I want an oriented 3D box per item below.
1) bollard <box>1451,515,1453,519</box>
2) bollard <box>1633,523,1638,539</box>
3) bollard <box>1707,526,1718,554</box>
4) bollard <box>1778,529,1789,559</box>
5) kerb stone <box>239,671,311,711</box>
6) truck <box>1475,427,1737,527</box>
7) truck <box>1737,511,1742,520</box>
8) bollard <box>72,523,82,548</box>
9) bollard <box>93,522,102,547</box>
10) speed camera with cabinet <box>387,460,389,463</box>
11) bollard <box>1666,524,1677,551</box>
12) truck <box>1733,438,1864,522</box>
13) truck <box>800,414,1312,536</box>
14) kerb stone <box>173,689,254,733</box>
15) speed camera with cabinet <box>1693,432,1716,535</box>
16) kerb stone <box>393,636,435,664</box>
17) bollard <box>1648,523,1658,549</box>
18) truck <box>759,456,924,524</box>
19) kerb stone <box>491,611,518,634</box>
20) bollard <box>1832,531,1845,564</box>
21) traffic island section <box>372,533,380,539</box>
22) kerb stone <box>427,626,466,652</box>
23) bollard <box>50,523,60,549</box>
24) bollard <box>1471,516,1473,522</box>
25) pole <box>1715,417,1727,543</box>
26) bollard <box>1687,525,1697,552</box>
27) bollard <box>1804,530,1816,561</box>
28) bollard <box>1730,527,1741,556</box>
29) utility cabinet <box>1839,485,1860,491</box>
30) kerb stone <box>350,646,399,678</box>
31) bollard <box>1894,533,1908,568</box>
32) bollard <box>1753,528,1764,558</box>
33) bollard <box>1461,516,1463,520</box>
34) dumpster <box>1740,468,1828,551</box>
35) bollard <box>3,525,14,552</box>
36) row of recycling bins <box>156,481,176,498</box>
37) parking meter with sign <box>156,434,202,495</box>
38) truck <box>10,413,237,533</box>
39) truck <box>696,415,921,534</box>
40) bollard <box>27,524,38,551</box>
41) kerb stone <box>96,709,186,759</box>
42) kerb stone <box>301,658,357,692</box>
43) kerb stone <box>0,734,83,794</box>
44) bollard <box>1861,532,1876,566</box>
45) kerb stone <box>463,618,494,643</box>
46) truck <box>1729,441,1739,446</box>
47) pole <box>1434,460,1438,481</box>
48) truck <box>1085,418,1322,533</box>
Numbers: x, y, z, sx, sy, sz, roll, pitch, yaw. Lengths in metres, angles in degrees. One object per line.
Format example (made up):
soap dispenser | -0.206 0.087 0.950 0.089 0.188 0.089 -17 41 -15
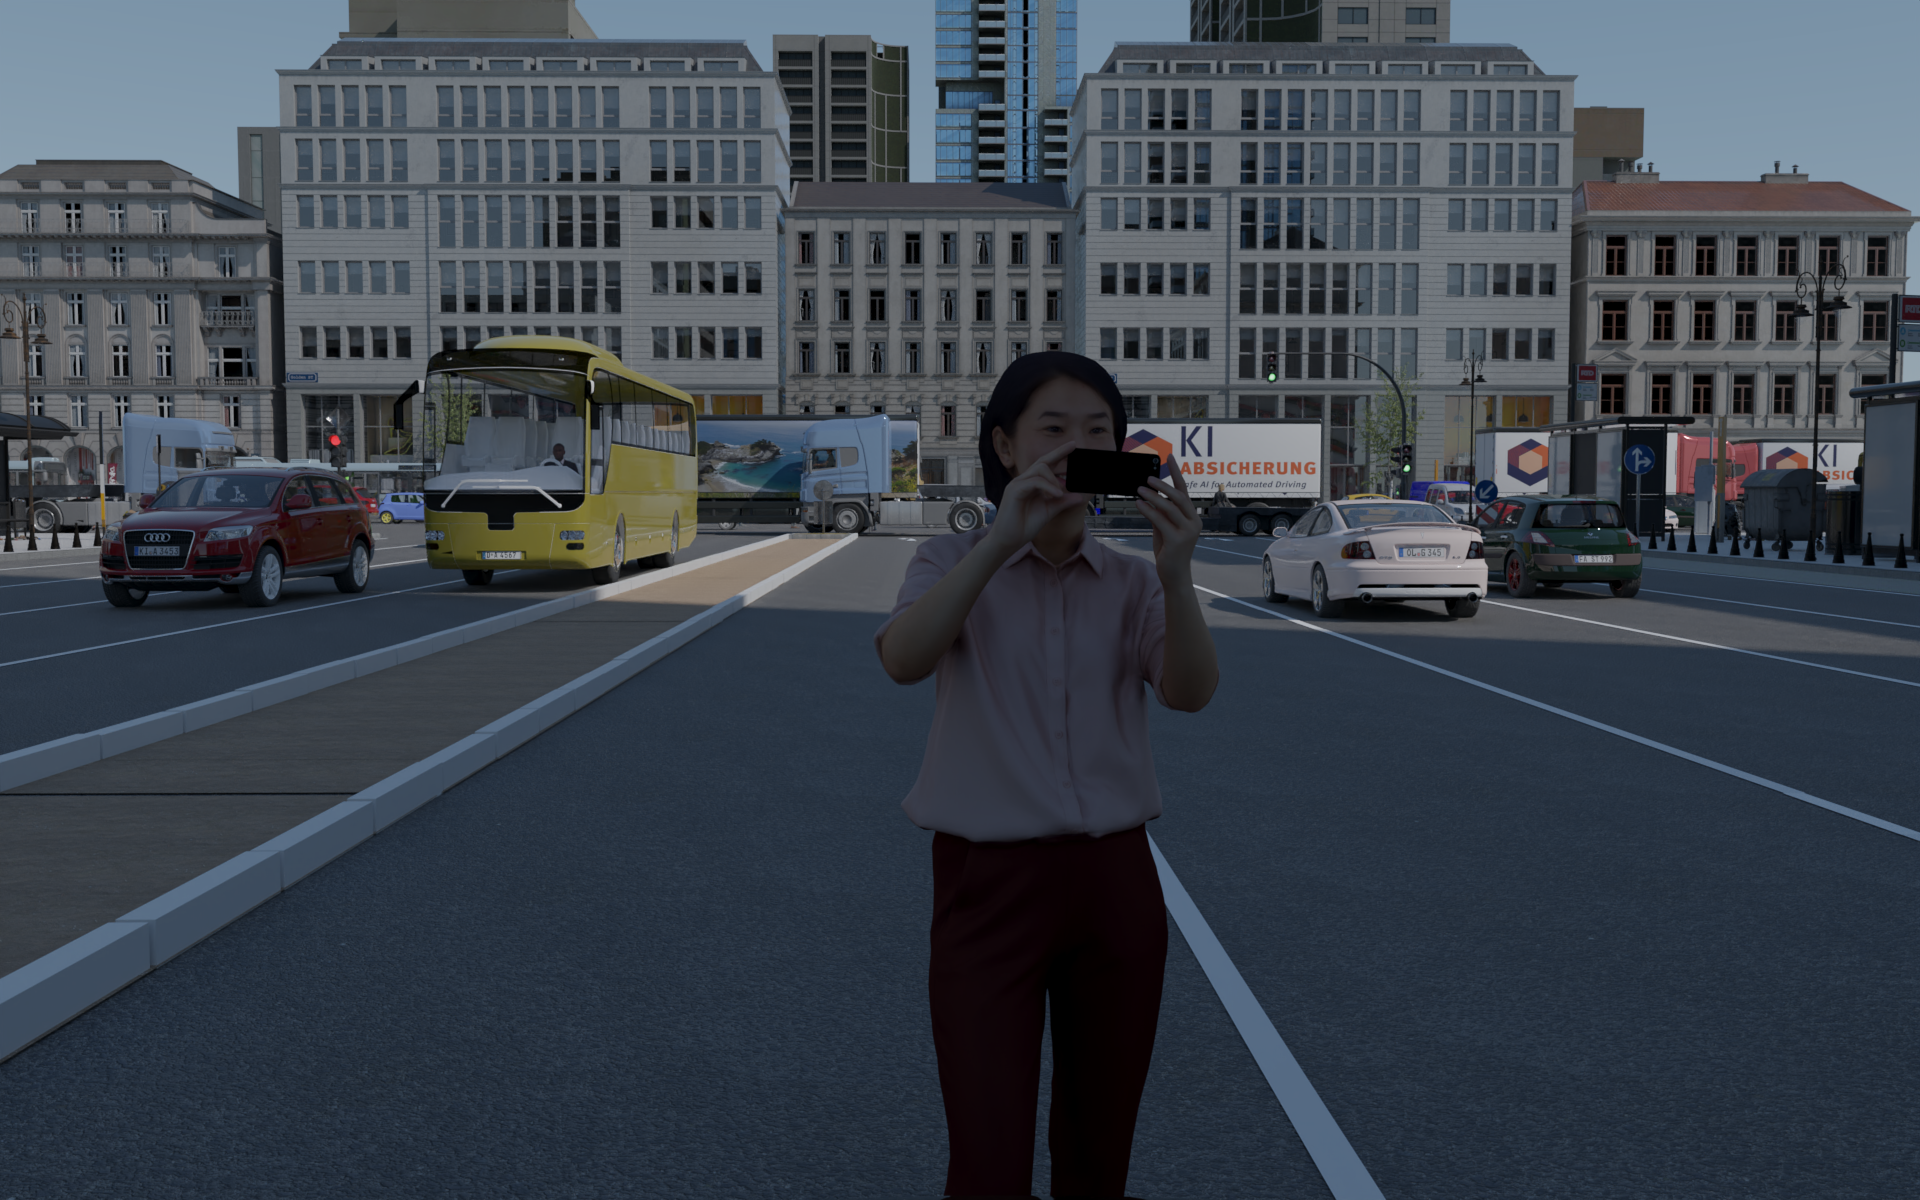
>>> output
bollard | 15.828 -2.427 55.716 0.229 0.601 0.229 0 3 0
bollard | 16.087 -1.544 41.279 0.229 0.601 0.229 0 3 0
bollard | 16.158 -1.292 37.163 0.229 0.601 0.229 0 3 0
bollard | 16.212 -1.103 34.079 0.229 0.601 0.229 0 3 0
kerb stone | -4.704 0.633 11.858 0.120 0.150 1.000 0 4 -1
truck | 27.978 -5.218 74.232 11.283 4.237 2.839 0 4 -2
truck | 38.152 -5.492 79.549 18.799 4.110 2.967 0 4 -1
bollard | -21.084 -1.547 41.334 0.229 0.601 0.229 0 3 0
bollard | -21.098 -1.610 42.366 0.229 0.601 0.229 0 3 0
speed camera with cabinet | -32.671 -6.501 100.631 0.660 3.252 2.038 3 5 43
bollard | 16.125 -1.418 39.220 0.229 0.601 0.229 0 3 0
truck | 42.546 -6.093 88.528 11.283 4.237 2.839 0 4 -3
truck | 3.285 -4.249 59.223 18.799 4.110 2.967 0 3 0
kerb stone | -4.684 0.703 10.826 0.120 0.150 1.000 0 4 -1
speed camera with cabinet | 23.902 -3.746 55.583 0.660 3.252 2.038 2 4 25
kerb stone | -4.757 0.447 14.947 0.120 0.150 1.000 0 4 -1
bollard | 16.105 -1.480 40.246 0.229 0.601 0.229 0 3 0
truck | -5.767 -5.359 83.539 9.791 3.379 3.469 0 4 -1
kerb stone | -4.816 0.255 18.040 0.120 0.150 1.000 0 4 -1
bollard | 16.252 -0.977 32.020 0.229 0.601 0.229 0 3 0
traffic island section | -19.770 -2.015 55.218 2.009 0.180 2.903 0 4 -1
kerb stone | -4.782 0.380 15.980 0.120 0.150 1.000 0 4 -1
bollard | -21.062 -1.484 40.304 0.229 0.601 0.229 0 3 0
bollard | 15.861 -2.301 53.660 0.229 0.601 0.229 0 3 0
pole | 20.085 -3.172 45.700 0.158 3.312 0.155 0 3 0
bollard | 16.144 -1.355 38.190 0.229 0.601 0.229 0 3 0
bollard | 16.231 -1.040 33.053 0.229 0.601 0.229 0 3 0
bollard | 16.179 -1.229 36.136 0.229 0.601 0.229 0 3 0
utility cabinet | 20.812 -1.952 40.592 0.318 1.500 1.173 1 4 20
kerb stone | -4.741 0.508 13.914 0.120 0.150 1.000 0 4 -1
bollard | 16.288 -0.852 29.967 0.229 0.601 0.229 0 3 0
bollard | 16.198 -1.166 35.106 0.229 0.601 0.229 0 3 0
bollard | 15.846 -2.364 54.687 0.229 0.601 0.229 0 3 0
dumpster | 18.799 -2.063 39.496 1.264 1.857 1.865 0 4 -1
bollard | -21.022 -1.358 38.251 0.229 0.601 0.229 0 3 0
row of recycling bins | -24.106 -2.843 53.588 1.069 1.692 3.534 -2 4 -33
parking meter with sign | -22.644 -3.346 50.975 1.738 3.016 0.543 -2 4 -29
truck | -33.342 -4.179 58.093 18.799 4.110 2.967 0 4 -2
truck | -7.089 -4.486 62.264 11.283 4.237 2.839 0 4 0
bollard | -21.044 -1.421 39.277 0.229 0.601 0.229 0 3 0
kerb stone | -4.672 0.768 9.798 0.120 0.150 1.000 0 4 -1
kerb stone | -4.732 0.569 12.886 0.120 0.150 1.000 0 4 -1
kerb stone | -4.653 0.821 8.769 0.120 0.150 1.000 0 4 -1
bollard | 16.270 -0.915 30.994 0.229 0.601 0.229 0 3 0
kerb stone | -4.793 0.317 17.009 0.120 0.150 1.000 0 4 -1
truck | 46.587 -6.286 91.688 11.283 4.237 2.839 0 4 -2
pole | 28.417 -6.701 103.402 0.158 3.312 0.155 0 3 0
truck | 7.702 -4.654 65.010 11.283 4.237 2.839 0 4 0
